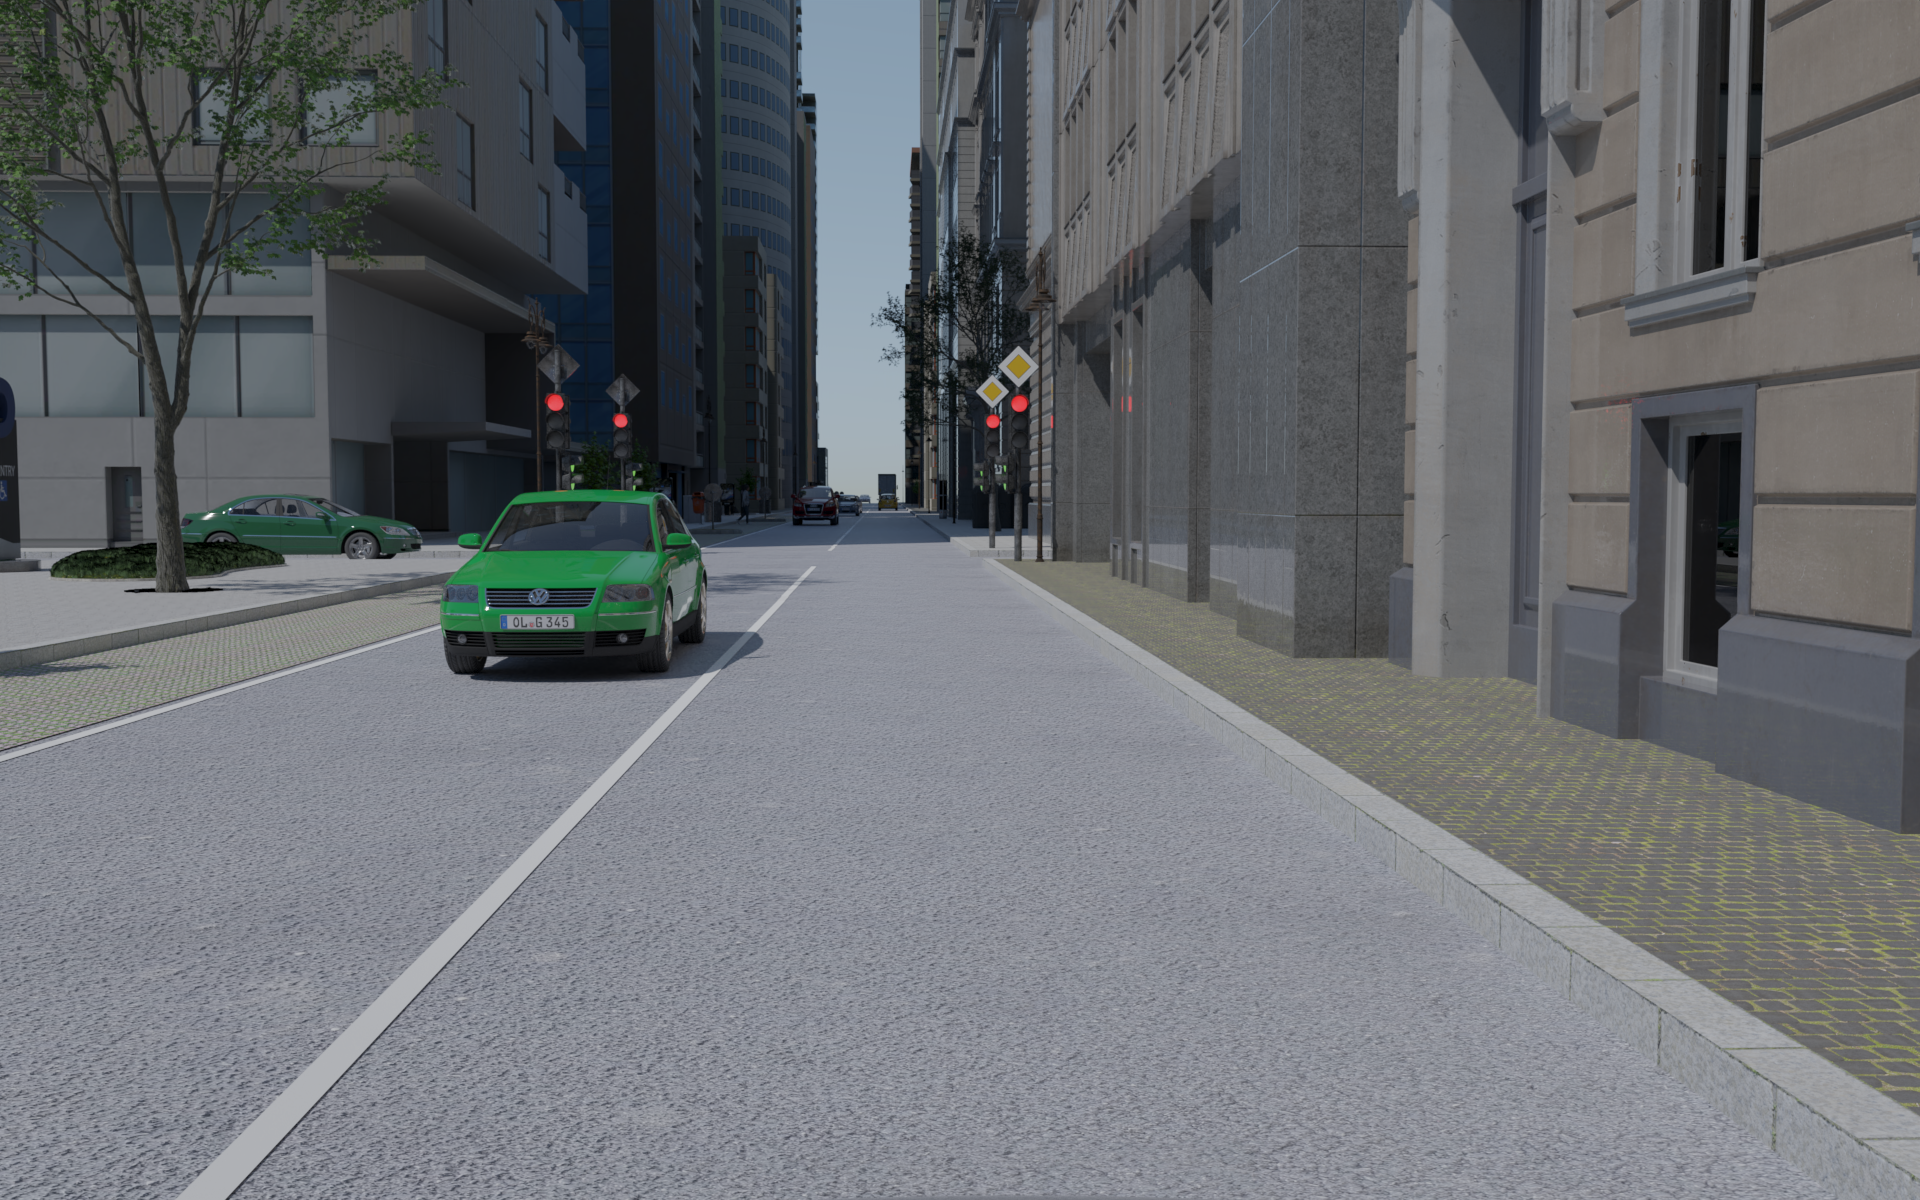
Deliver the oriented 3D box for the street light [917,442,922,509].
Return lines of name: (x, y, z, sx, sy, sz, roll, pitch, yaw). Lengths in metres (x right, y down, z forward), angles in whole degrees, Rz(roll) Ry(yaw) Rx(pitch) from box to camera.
street light: (-3.574, -10.964, 152.054, 0.468, 5.910, 1.993, 0, 4, -2)

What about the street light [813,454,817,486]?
street light: (-16.791, -13.910, 200.209, 0.468, 5.910, 1.993, 0, 4, -2)

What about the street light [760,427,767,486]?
street light: (-13.253, -8.829, 117.139, 0.468, 5.910, 1.993, 0, 4, -2)

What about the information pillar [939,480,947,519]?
information pillar: (-0.883, -5.236, 90.100, 0.304, 2.012, 0.304, 3, 5, 41)

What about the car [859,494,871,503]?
car: (-14.918, -15.827, 271.138, 2.083, 1.381, 4.827, 0, 4, -3)

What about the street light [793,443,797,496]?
street light: (-14.930, -11.280, 157.208, 0.468, 5.910, 1.993, 0, 4, -2)

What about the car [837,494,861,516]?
car: (-7.497, -6.251, 114.211, 2.014, 1.417, 4.499, 0, 4, -2)

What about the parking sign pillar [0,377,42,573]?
parking sign pillar: (-16.066, -2.456, 28.634, 1.447, 3.967, 1.447, 0, 4, -7)

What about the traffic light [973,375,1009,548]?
traffic light: (0.743, -3.178, 40.887, 0.839, 4.253, 0.868, 0, 4, -2)

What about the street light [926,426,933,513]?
street light: (-2.059, -8.726, 115.453, 0.468, 5.910, 1.993, 0, 4, -2)

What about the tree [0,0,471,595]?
tree: (-10.348, -5.916, 22.480, 9.928, 11.665, 9.643, 0, 3, 0)

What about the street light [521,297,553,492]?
street light: (-9.947, -4.164, 40.877, 0.468, 5.910, 1.993, 0, 4, -2)

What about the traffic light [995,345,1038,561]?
traffic light: (1.088, -2.690, 32.909, 0.839, 4.253, 0.868, 0, 4, -2)

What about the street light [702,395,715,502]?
street light: (-11.709, -6.615, 80.942, 0.468, 5.910, 1.993, 0, 4, -2)

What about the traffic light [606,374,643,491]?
traffic light: (-7.860, -3.155, 40.500, 0.839, 4.253, 0.868, 0, 4, -2)

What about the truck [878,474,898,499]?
truck: (-10.210, -15.600, 243.972, 2.839, 4.237, 11.283, 0, 4, -1)

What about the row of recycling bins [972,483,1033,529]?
row of recycling bins: (2.186, -3.510, 64.497, 3.534, 1.692, 1.069, 1, 4, 10)

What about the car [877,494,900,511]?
car: (-6.273, -8.611, 151.009, 2.015, 1.641, 3.980, 0, 4, -1)

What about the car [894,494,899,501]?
car: (-8.715, -12.523, 216.553, 2.131, 1.459, 4.920, 0, 4, -1)

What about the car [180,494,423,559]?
car: (-13.883, -1.515, 36.563, 4.920, 1.459, 2.131, 0, 4, -4)

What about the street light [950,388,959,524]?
street light: (-0.256, -6.273, 75.351, 0.468, 5.910, 1.993, 0, 4, -2)

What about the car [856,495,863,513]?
car: (-8.333, -7.216, 130.343, 2.083, 1.381, 4.827, 0, 4, -1)

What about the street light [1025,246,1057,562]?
street light: (1.508, -3.656, 32.563, 0.468, 5.910, 1.993, 0, 4, -2)

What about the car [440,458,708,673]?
car: (-3.282, -0.397, 15.280, 1.959, 1.807, 4.718, 0, 4, -3)

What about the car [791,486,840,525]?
car: (-6.713, -4.412, 80.807, 2.281, 1.827, 5.304, 0, 4, -2)

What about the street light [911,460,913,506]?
street light: (-5.323, -13.415, 192.119, 0.468, 5.910, 1.993, 0, 4, -2)

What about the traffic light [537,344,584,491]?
traffic light: (-7.514, -2.667, 32.522, 0.839, 4.253, 0.868, 0, 4, -2)

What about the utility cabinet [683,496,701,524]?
utility cabinet: (-11.692, -3.952, 75.775, 0.306, 1.237, 1.020, 2, 4, 25)

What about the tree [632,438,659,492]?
tree: (-11.101, -3.938, 58.987, 1.663, 3.219, 1.824, 0, 3, 0)

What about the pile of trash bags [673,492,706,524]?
pile of trash bags: (-12.412, -3.906, 73.617, 3.447, 1.369, 1.912, 1, 4, 13)

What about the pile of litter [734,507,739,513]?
pile of litter: (-15.317, -6.131, 114.212, 1.719, 0.858, 1.176, -2, 4, -24)
